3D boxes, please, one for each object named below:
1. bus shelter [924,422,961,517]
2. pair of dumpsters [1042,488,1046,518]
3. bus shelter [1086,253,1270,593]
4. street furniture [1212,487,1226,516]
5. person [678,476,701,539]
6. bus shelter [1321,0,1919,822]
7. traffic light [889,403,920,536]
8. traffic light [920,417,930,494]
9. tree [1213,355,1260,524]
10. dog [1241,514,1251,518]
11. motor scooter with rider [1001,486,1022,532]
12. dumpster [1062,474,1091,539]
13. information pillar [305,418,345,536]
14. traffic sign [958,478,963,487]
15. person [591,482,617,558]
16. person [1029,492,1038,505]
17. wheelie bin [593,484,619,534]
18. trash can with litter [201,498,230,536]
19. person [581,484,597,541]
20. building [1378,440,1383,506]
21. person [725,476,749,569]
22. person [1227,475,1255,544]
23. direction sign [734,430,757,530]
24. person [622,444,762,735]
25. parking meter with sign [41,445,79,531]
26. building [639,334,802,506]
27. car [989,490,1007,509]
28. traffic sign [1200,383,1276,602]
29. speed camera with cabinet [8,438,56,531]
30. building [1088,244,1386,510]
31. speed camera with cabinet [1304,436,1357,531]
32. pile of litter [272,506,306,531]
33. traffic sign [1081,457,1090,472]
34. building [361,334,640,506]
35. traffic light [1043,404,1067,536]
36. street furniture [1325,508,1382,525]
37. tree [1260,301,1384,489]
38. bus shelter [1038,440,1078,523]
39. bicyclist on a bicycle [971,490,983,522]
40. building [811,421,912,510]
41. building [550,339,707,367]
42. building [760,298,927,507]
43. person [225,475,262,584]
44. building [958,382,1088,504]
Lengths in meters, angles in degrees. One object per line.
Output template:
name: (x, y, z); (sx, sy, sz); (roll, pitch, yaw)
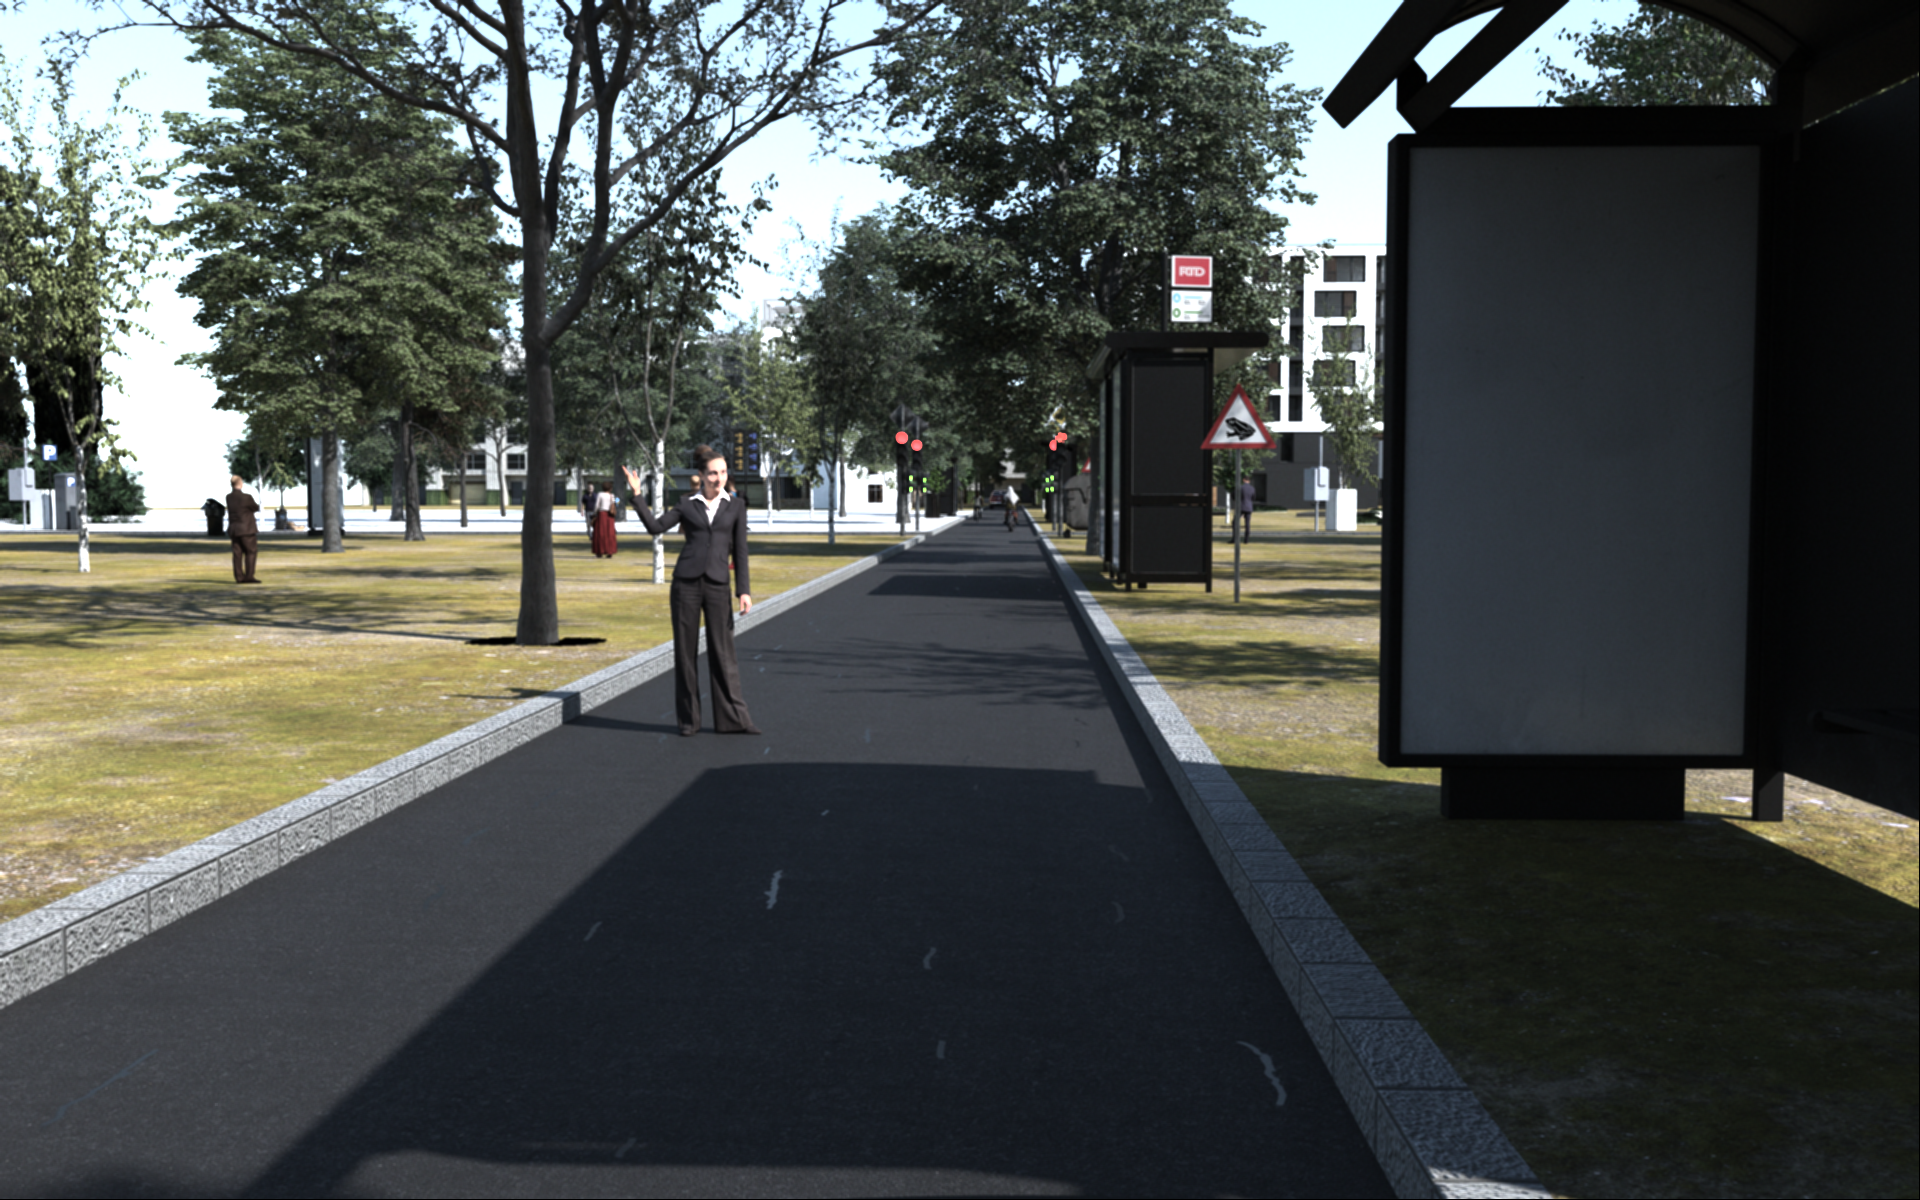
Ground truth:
bus shelter: (-1.149, -7.454, 99.500); (2.179, 5.291, 8.768); (0, 4, 2)
pair of dumpsters: (5.057, -5.346, 89.907); (1.574, 2.255, 4.436); (0, 4, 2)
bus shelter: (3.083, -2.996, 26.620); (2.179, 5.291, 8.768); (0, 4, 2)
street furniture: (11.322, -5.986, 104.720); (9.812, 1.723, 11.010); (-1, 4, -19)
person: (-3.849, -1.025, 25.072); (0.482, 1.546, 0.388); (-1, 4, -18)
bus shelter: (2.385, -0.633, 4.277); (2.014, 3.302, 5.546); (0, 4, 2)
traffic light: (-1.727, -3.877, 52.628); (0.839, 4.213, 0.868); (0, 4, 2)
traffic light: (-1.474, -4.365, 60.609); (0.839, 4.213, 0.868); (0, 4, 2)
tree: (11.386, -7.627, 75.058); (4.737, 8.622, 4.395); (0, 3, 0)
dog: (15.285, -4.590, 92.779); (0.748, 0.427, 0.550); (1, 4, 21)
motor scooter with rider: (1.995, -3.512, 66.392); (0.876, 1.779, 1.986); (0, 4, 4)
dumpster: (3.619, -2.727, 50.343); (1.264, 1.857, 1.865); (0, 4, 2)
information pillar: (-19.500, -3.785, 53.196); (0.184, 3.620, 1.656); (1, 4, 15)
traffic sign: (-0.223, -7.491, 122.486); (0.884, 2.594, 0.081); (0, 4, 5)
person: (-7.123, -1.601, 34.688); (0.523, 1.526, 0.387); (-2, 4, -27)
person: (8.357, -11.724, 197.748); (1.348, 1.822, 0.705); (2, 4, 28)
wheelie bin: (-11.036, -2.785, 53.438); (0.980, 1.594, 0.693); (-2, 4, -30)
trash can with litter: (-22.730, -2.563, 53.295); (0.624, 1.170, 1.055); (2, 4, 34)
person: (-10.042, -2.398, 47.467); (0.569, 1.553, 0.471); (1, 4, 21)
building: (46.814, -20.900, 198.135); (11.380, 20.091, 16.016); (0, 4, 2)
person: (-3.908, -1.323, 29.548); (0.662, 1.594, 0.647); (0, 4, 4)
person: (7.246, -2.337, 44.703); (0.683, 1.767, 0.568); (-1, 4, -17)
direction sign: (-7.580, -4.240, 61.321); (0.876, 3.537, 0.379); (-2, 4, -30)
person: (-1.583, -0.055, 10.201); (0.742, 1.727, 0.445); (-3, 5, -41)
parking meter with sign: (-31.595, -3.968, 61.131); (1.738, 3.016, 0.543); (2, 4, 28)
building: (-19.230, -20.368, 199.466); (31.486, 18.905, 16.747); (0, 4, 2)
car: (3.899, -9.702, 167.301); (2.281, 1.827, 5.304); (0, 4, 3)
traffic sign: (3.278, -1.250, 20.437); (0.884, 2.594, 0.081); (0, 4, 8)
speed camera with cabinet: (-32.895, -4.112, 61.568); (0.660, 3.252, 2.038); (0, 4, 8)
building: (25.562, -19.233, 158.430); (27.936, 21.610, 32.646); (0, 4, 2)
speed camera with cabinet: (12.828, -4.015, 59.980); (2.038, 3.252, 0.660); (-2, 4, -34)
pile of litter: (-23.763, -2.894, 61.278); (1.176, 0.858, 1.719); (-1, 4, -12)
traffic sign: (3.386, -2.579, 42.173); (0.884, 2.594, 0.081); (0, 4, 7)
building: (-50.707, -20.414, 200.226); (31.486, 18.905, 16.747); (0, 4, 2)
traffic light: (3.032, -3.868, 52.494); (0.839, 4.213, 0.868); (0, 4, 2)
street furniture: (19.270, -3.643, 75.189); (5.734, 0.657, 10.072); (2, 4, 28)
tree: (14.735, -7.070, 65.960); (4.737, 8.622, 4.395); (0, 3, 0)
bus shelter: (4.458, -5.344, 78.651); (1.731, 3.624, 6.357); (0, 4, 2)
bicyclist on a bicycle: (0.877, -4.757, 87.793); (1.499, 1.676, 1.625); (0, 4, 1)
building: (-8.631, -12.790, 151.268); (9.099, 9.664, 28.070); (0, 4, 2)
building: (-44.719, -24.227, 240.082); (32.646, 21.610, 27.936); (0, 4, 2)
building: (-10.995, -19.254, 171.230); (16.016, 20.091, 11.380); (0, 4, 2)
person: (-10.304, -1.012, 24.856); (0.482, 1.546, 0.388); (1, 4, 19)
building: (10.160, -22.409, 232.839); (31.486, 18.905, 16.747); (0, 4, 2)
